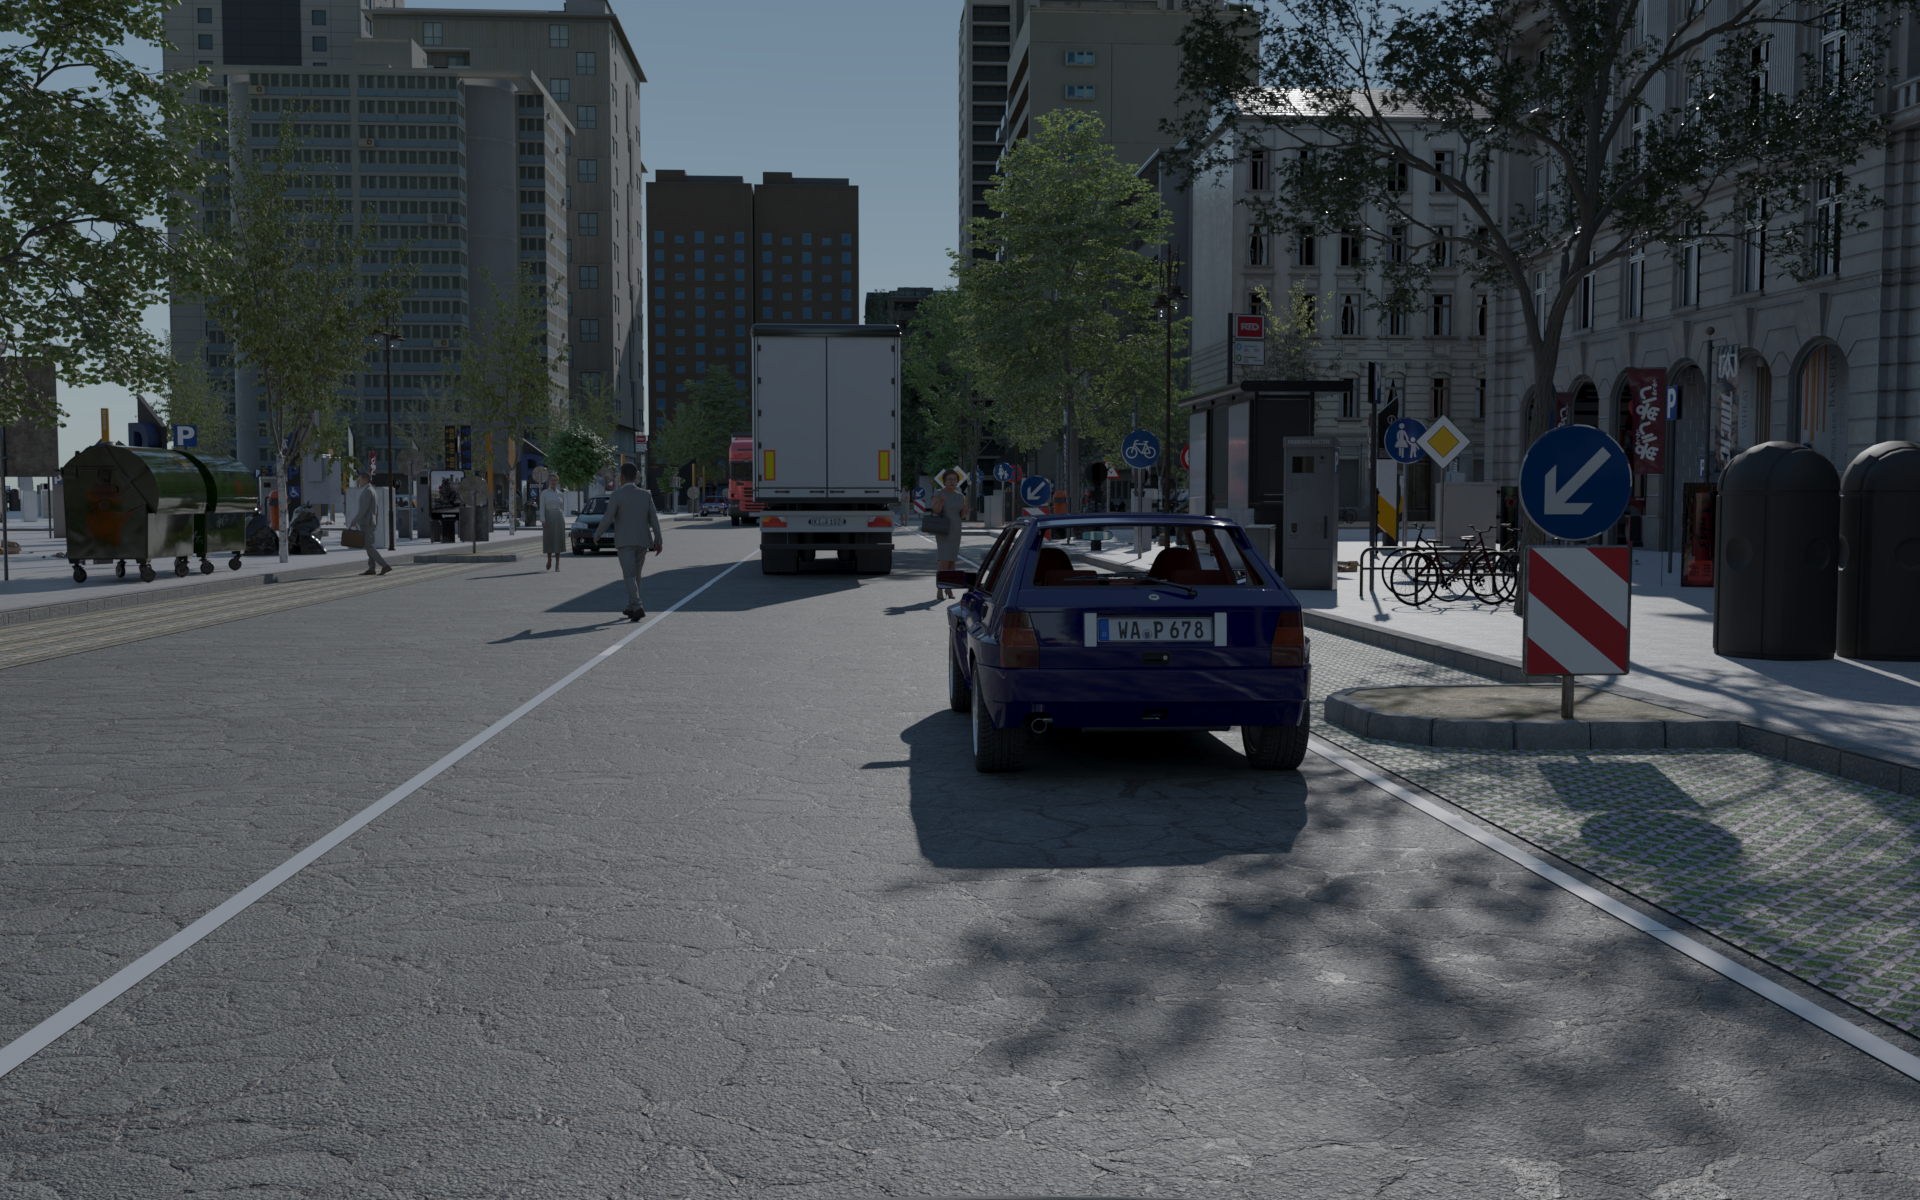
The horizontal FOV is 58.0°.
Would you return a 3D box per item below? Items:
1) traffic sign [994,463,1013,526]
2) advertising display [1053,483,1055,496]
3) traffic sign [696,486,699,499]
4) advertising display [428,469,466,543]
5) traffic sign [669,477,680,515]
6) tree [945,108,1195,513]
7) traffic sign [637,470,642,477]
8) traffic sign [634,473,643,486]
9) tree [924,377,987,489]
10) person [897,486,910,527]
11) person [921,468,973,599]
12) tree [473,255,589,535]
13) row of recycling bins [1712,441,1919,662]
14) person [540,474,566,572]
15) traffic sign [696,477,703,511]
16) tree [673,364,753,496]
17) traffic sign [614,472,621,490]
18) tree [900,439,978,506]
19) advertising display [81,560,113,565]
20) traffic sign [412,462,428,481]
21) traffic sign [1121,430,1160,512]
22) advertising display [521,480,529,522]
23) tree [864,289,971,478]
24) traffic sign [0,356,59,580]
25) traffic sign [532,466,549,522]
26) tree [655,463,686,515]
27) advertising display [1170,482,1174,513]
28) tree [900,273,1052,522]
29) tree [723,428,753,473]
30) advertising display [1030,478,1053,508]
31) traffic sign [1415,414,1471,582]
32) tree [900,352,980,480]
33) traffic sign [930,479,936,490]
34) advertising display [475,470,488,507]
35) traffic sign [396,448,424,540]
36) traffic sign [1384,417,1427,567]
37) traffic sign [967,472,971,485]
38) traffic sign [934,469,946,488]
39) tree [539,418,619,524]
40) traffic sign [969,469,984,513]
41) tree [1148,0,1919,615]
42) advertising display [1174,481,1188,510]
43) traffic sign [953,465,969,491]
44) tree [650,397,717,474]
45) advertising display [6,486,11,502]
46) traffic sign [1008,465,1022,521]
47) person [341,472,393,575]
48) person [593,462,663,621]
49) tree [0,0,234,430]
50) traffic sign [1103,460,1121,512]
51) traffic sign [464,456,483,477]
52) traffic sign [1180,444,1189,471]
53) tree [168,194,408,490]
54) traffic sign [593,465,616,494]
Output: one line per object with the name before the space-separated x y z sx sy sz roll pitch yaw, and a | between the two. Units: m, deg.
traffic sign | 1.743 -4.279 70.061 0.768 2.556 0.104 0 4 0
advertising display | 4.955 -5.709 98.559 0.974 1.923 0.123 -2 4 -32
traffic sign | -21.594 -8.731 142.852 0.768 2.556 0.104 0 4 -2
advertising display | -13.434 -2.457 45.381 0.974 1.923 0.123 -3 5 -39
traffic sign | -17.099 -6.216 103.755 0.606 2.300 0.079 0 4 0
tree | 3.010 -8.189 52.022 7.486 12.596 7.792 0 3 0
traffic sign | -17.016 -5.529 90.497 0.768 2.556 0.104 0 4 2
traffic sign | -12.759 -3.907 67.528 0.795 2.450 0.064 0 4 -4
tree | -0.421 -9.738 109.574 4.737 8.622 4.395 0 3 0
person | -2.554 -4.115 76.139 0.532 1.782 0.716 -3 5 -42
person | -0.186 -0.901 23.587 0.716 1.782 0.532 -2 4 -29
tree | -14.044 -6.330 53.851 4.737 8.622 4.395 0 3 0
row of recycling bins | 7.797 -0.395 13.578 3.534 1.692 1.069 0 4 2
person | -7.577 -1.434 32.178 0.478 1.798 0.641 -1 4 -19
traffic sign | -19.278 -7.822 127.991 0.768 2.556 0.104 0 4 0
tree | -21.151 -14.230 150.788 7.486 12.596 7.792 0 3 0
traffic sign | -19.990 -6.176 101.082 0.768 2.556 0.104 0 4 3
tree | -0.674 -7.210 101.591 4.285 4.588 4.351 0 3 0
advertising display | -15.721 -1.621 31.725 0.123 1.923 0.974 1 4 21
traffic sign | -17.285 -3.252 55.301 0.606 2.300 0.079 0 4 -2
traffic sign | 3.575 -2.094 34.345 0.768 2.556 0.104 0 4 2
advertising display | -19.908 -4.534 79.348 0.123 1.923 0.974 -2 4 -28
tree | -5.148 -18.637 160.608 12.611 20.169 13.585 0 3 0
traffic sign | -14.485 -1.942 25.624 2.265 3.308 0.079 0 4 0
traffic sign | -19.064 -4.806 78.682 0.768 2.556 0.104 0 4 5
tree | -18.843 -7.204 112.392 1.663 3.219 1.824 0 3 0
advertising display | 11.367 -5.383 93.232 0.123 1.923 0.974 2 4 30
tree | 0.756 -9.448 80.222 9.928 11.665 9.643 0 3 0
tree | -24.921 -15.141 197.912 4.360 8.622 3.978 0 3 0
advertising display | 3.246 -3.959 69.936 0.974 1.923 0.123 3 5 41
traffic sign | 6.988 -1.464 25.116 0.795 2.450 0.064 0 4 2
tree | -3.069 -13.381 135.789 9.611 12.733 9.660 0 3 0
traffic sign | -1.668 -7.291 119.318 0.768 2.556 0.104 0 4 4
advertising display | -12.928 -2.545 46.825 0.123 1.923 0.974 0 4 -2
traffic sign | -15.171 -2.917 47.804 0.768 2.556 0.104 0 4 1
traffic sign | 7.425 -1.760 28.879 0.768 2.556 0.104 0 4 -4
traffic sign | 0.650 -6.059 99.175 0.768 2.556 0.104 0 4 5
traffic sign | -0.641 -3.956 68.331 0.795 2.450 0.064 0 4 -4
tree | -16.318 -5.502 73.673 4.285 4.588 4.351 0 3 0
traffic sign | 0.837 -5.380 88.068 0.768 2.556 0.104 0 4 1
tree | 5.906 -5.099 17.783 8.767 10.594 7.601 1 4 18
advertising display | 11.277 -5.009 87.108 0.123 1.923 0.974 -3 5 -40
traffic sign | -0.098 -3.469 60.364 0.795 2.450 0.064 0 4 -4
tree | -20.591 -11.061 131.203 4.737 8.622 4.395 0 3 0
advertising display | -73.006 -7.766 132.193 0.974 1.923 0.123 -2 4 -34
traffic sign | 2.324 -4.601 75.332 0.768 2.556 0.104 0 4 1
person | -10.421 -1.334 30.432 0.853 1.813 0.709 -1 4 -14
person | -3.755 -0.671 19.753 0.678 1.792 0.850 -2 4 -35
tree | -12.005 -6.151 18.701 7.486 12.596 7.792 0 3 0
traffic sign | 5.028 -3.601 58.875 0.884 2.594 0.081 0 4 -1
traffic sign | -16.424 -3.574 58.546 0.768 2.556 0.104 0 4 -2
traffic sign | 5.739 -2.572 42.163 0.768 2.556 0.104 0 4 1
tree | -16.659 -5.670 43.074 4.360 8.622 3.978 0 3 0
traffic sign | -12.216 -3.420 59.561 0.795 2.450 0.064 0 4 -4
